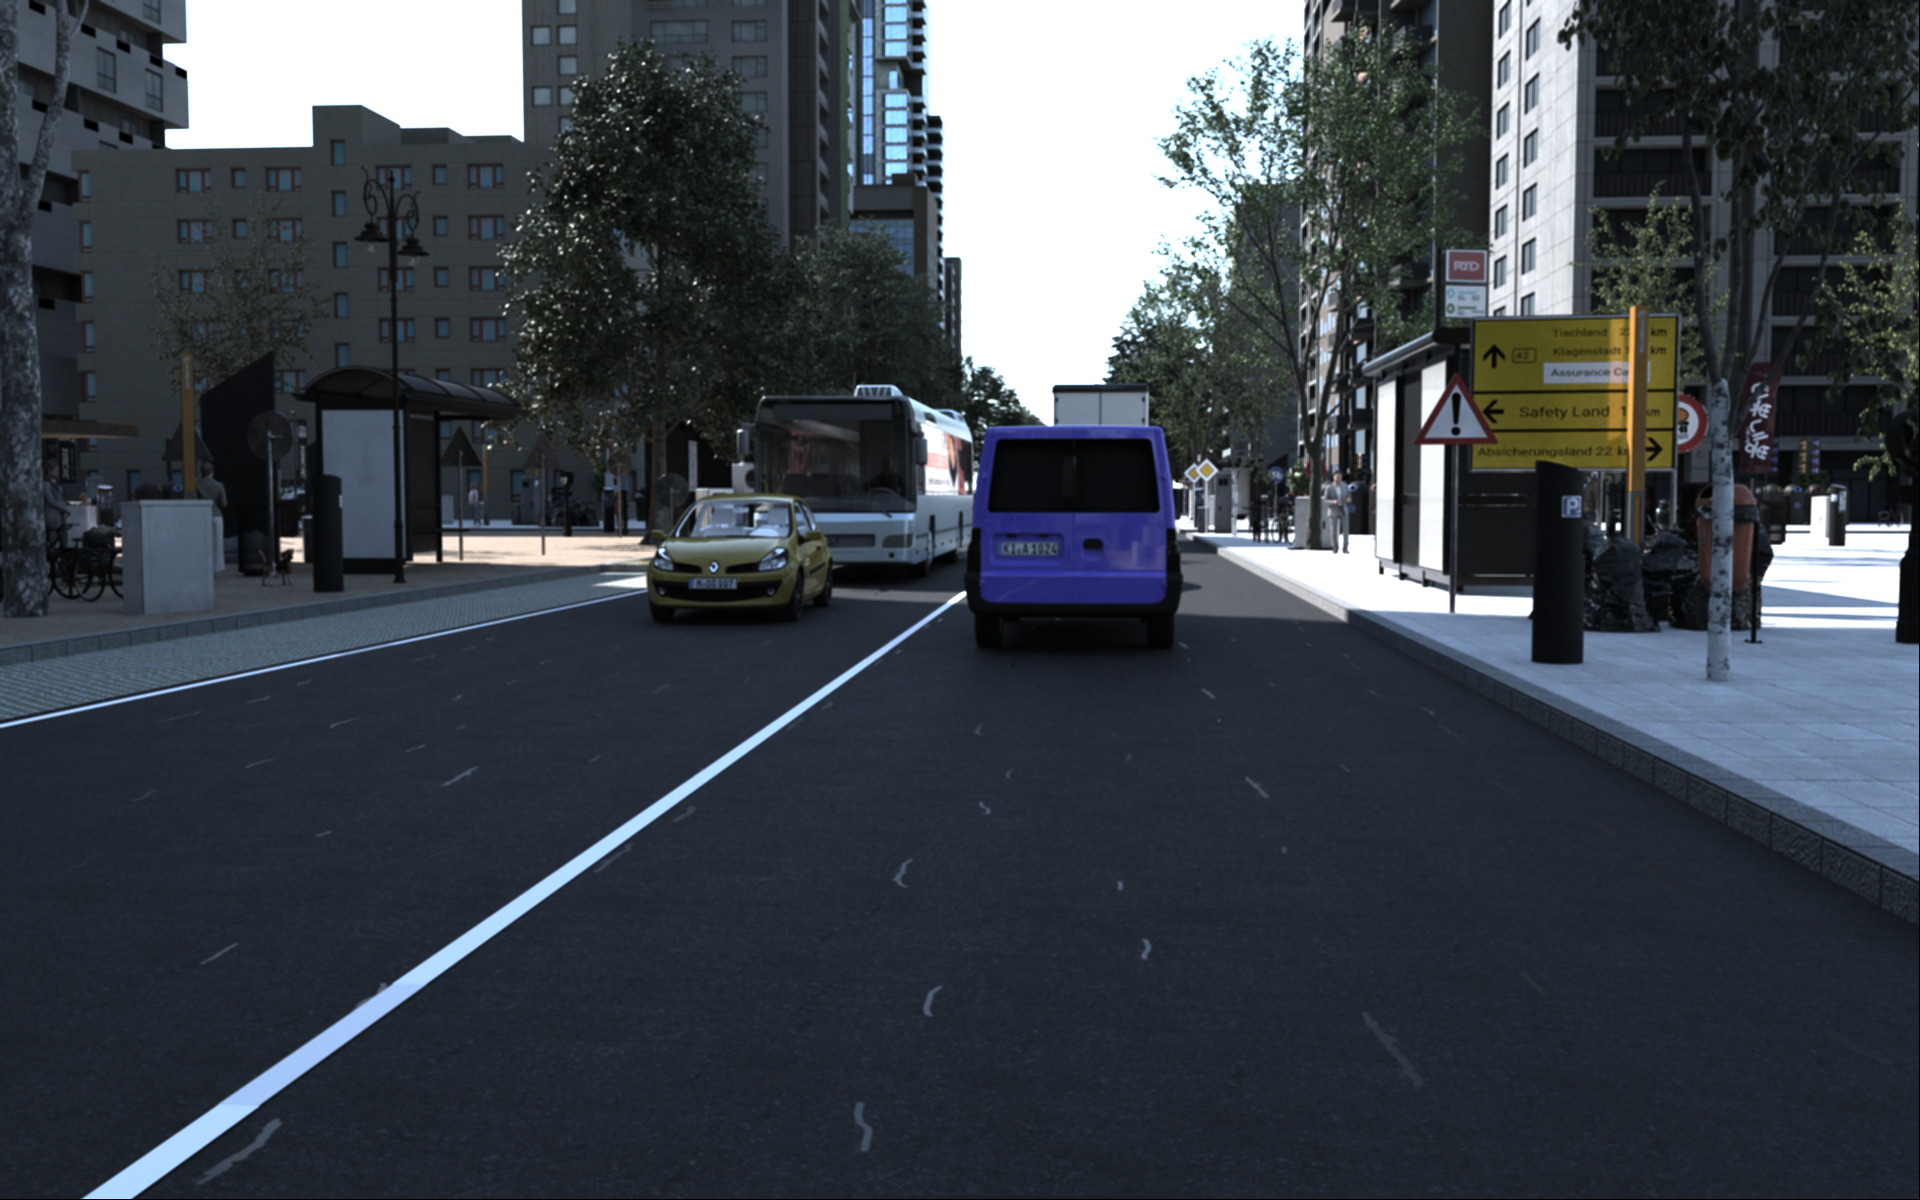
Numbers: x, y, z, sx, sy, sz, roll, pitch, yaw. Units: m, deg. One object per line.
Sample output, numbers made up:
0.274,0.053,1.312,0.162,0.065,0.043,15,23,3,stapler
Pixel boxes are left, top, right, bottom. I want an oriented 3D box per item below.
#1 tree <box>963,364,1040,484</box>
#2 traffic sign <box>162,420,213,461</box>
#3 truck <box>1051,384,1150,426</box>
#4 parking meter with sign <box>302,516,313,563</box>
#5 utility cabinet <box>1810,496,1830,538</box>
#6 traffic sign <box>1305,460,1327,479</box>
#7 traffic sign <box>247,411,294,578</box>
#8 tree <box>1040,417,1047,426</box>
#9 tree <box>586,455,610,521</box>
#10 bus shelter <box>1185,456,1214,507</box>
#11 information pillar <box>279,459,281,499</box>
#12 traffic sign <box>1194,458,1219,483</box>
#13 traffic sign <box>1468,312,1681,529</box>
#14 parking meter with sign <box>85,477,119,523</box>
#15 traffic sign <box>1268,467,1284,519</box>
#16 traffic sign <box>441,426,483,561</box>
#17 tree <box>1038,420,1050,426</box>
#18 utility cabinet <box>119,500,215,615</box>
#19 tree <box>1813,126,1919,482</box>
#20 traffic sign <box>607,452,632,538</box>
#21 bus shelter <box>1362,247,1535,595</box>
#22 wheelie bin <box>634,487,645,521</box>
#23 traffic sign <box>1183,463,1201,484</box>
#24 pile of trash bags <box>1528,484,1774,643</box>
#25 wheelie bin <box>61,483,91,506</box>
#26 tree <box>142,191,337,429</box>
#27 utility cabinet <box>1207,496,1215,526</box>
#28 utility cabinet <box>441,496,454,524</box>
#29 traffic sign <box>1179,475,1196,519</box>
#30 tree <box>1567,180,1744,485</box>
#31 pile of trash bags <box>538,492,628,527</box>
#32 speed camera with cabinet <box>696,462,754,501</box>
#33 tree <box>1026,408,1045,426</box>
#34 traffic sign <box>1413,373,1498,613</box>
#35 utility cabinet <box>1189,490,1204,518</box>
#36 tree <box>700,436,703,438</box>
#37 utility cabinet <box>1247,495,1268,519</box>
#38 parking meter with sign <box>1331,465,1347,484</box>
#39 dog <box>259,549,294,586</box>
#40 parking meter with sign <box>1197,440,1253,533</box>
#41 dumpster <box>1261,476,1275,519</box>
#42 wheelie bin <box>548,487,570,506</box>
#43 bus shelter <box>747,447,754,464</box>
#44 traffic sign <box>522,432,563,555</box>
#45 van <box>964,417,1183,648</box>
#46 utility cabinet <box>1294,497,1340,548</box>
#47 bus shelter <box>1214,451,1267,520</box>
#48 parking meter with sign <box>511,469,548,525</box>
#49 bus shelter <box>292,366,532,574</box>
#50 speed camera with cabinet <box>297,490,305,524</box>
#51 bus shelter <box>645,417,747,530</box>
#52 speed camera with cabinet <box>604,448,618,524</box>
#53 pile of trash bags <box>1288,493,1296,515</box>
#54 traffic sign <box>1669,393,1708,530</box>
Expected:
2.663,-14.297,151.889,7.486,12.596,7.792,0,3,0,tree
-12.442,-1.705,27.883,0.884,2.594,0.081,0,4,8,traffic sign
3.902,-3.716,49.675,2.839,4.237,11.283,0,4,3,truck
-11.531,-2.233,32.779,1.738,3.016,0.543,-2,4,-27,parking meter with sign
25.372,-2.432,50.928,0.306,1.237,1.020,0,4,4,utility cabinet
12.841,-3.821,62.587,0.768,2.556,0.104,0,4,7,traffic sign
-10.558,-1.615,26.518,0.768,2.556,0.104,1,4,10,traffic sign
7.874,-18.191,215.552,7.486,12.596,7.792,0,3,0,tree
-17.439,-5.487,84.309,1.663,3.219,1.824,0,3,0,tree
13.547,-6.222,95.651,2.014,3.302,5.546,0,4,5,bus shelter
-23.018,-4.073,57.950,0.504,3.616,0.183,-1,4,-21,information pillar
8.005,-3.297,56.100,0.795,2.593,0.064,0,4,5,traffic sign
6.962,-1.582,19.741,2.265,3.308,0.079,1,4,12,traffic sign
-38.163,-4.904,76.447,1.738,3.016,0.543,-3,4,-37,parking meter with sign
14.736,-4.937,80.833,0.768,2.556,0.104,1,4,13,traffic sign
-9.585,-2.031,33.219,0.884,2.594,0.081,0,4,6,traffic sign
11.181,-20.733,255.984,9.611,12.733,9.660,0,3,0,tree
-8.607,-0.469,18.828,0.306,1.237,1.020,1,4,21,utility cabinet
19.063,-5.083,33.471,4.737,8.622,4.395,0,3,0,tree
-10.026,-3.113,51.011,0.768,2.556,0.104,1,4,9,traffic sign
7.352,-2.956,25.970,2.179,5.291,8.768,0,4,5,bus shelter
-14.990,-4.519,81.790,0.693,1.594,0.980,0,3,0,wheelie bin
8.672,-3.784,64.058,0.795,2.593,0.064,0,4,5,traffic sign
6.704,-0.404,16.354,1.912,1.369,3.447,0,4,3,pile of trash bags
-26.312,-2.656,51.326,0.693,1.594,0.980,3,5,42,wheelie bin
-17.098,-5.565,41.355,4.360,8.622,3.978,0,3,0,tree
10.476,-3.599,70.011,0.306,1.237,1.020,-3,5,-41,utility cabinet
-22.032,-3.813,73.497,1.020,1.237,0.306,1,4,9,utility cabinet
11.529,-5.360,87.646,0.884,2.594,0.081,1,4,12,traffic sign
16.452,-5.594,41.822,4.737,8.622,4.395,0,3,0,tree
-14.781,-3.578,68.252,3.447,1.369,1.912,-2,4,-31,pile of trash bags
-6.712,-3.420,50.260,0.660,3.252,2.038,3,5,41,speed camera with cabinet
9.127,-20.066,238.454,12.009,13.543,11.850,0,3,0,tree
5.316,-1.139,18.629,0.884,2.594,0.081,0,4,6,traffic sign
12.271,-4.963,89.818,0.318,1.500,1.173,-1,4,-16,utility cabinet
-13.273,-6.336,87.314,4.285,4.588,4.351,0,3,0,tree
15.096,-4.693,87.898,1.020,1.237,0.306,2,4,30,utility cabinet
22.908,-6.600,104.171,0.543,3.016,1.738,-1,4,-13,parking meter with sign
-9.570,-0.455,24.272,0.406,0.507,0.540,-1,4,-15,dog
8.639,-3.685,56.511,1.738,3.016,0.543,0,4,6,parking meter with sign
15.810,-5.426,91.202,1.502,2.255,1.985,0,4,5,dumpster
-17.708,-4.205,76.661,0.980,1.594,0.693,-1,4,-19,wheelie bin
-7.034,-4.691,67.983,1.731,3.624,6.357,0,4,5,bus shelter
-8.766,-2.225,36.382,0.884,2.594,0.081,0,4,5,traffic sign
1.212,-0.822,17.822,2.240,2.365,5.245,0,4,5,van
8.464,-1.828,41.049,1.020,1.237,0.306,2,4,24,utility cabinet
13.666,-5.525,84.250,2.014,3.302,5.546,0,4,5,bus shelter
-17.734,-4.600,71.478,1.738,3.016,0.543,2,4,23,parking meter with sign
-9.326,-2.214,30.119,2.014,3.302,5.546,0,4,5,bus shelter
-27.240,-4.843,73.514,2.038,3.252,0.660,1,4,21,speed camera with cabinet
-8.384,-3.899,55.038,1.731,3.624,6.357,0,4,5,bus shelter
-14.897,-4.872,73.999,0.660,3.252,2.038,0,4,-7,speed camera with cabinet
20.911,-5.895,106.131,1.912,1.369,3.447,-1,4,-16,pile of trash bags
8.978,-1.327,21.804,0.768,2.556,0.104,1,4,13,traffic sign
